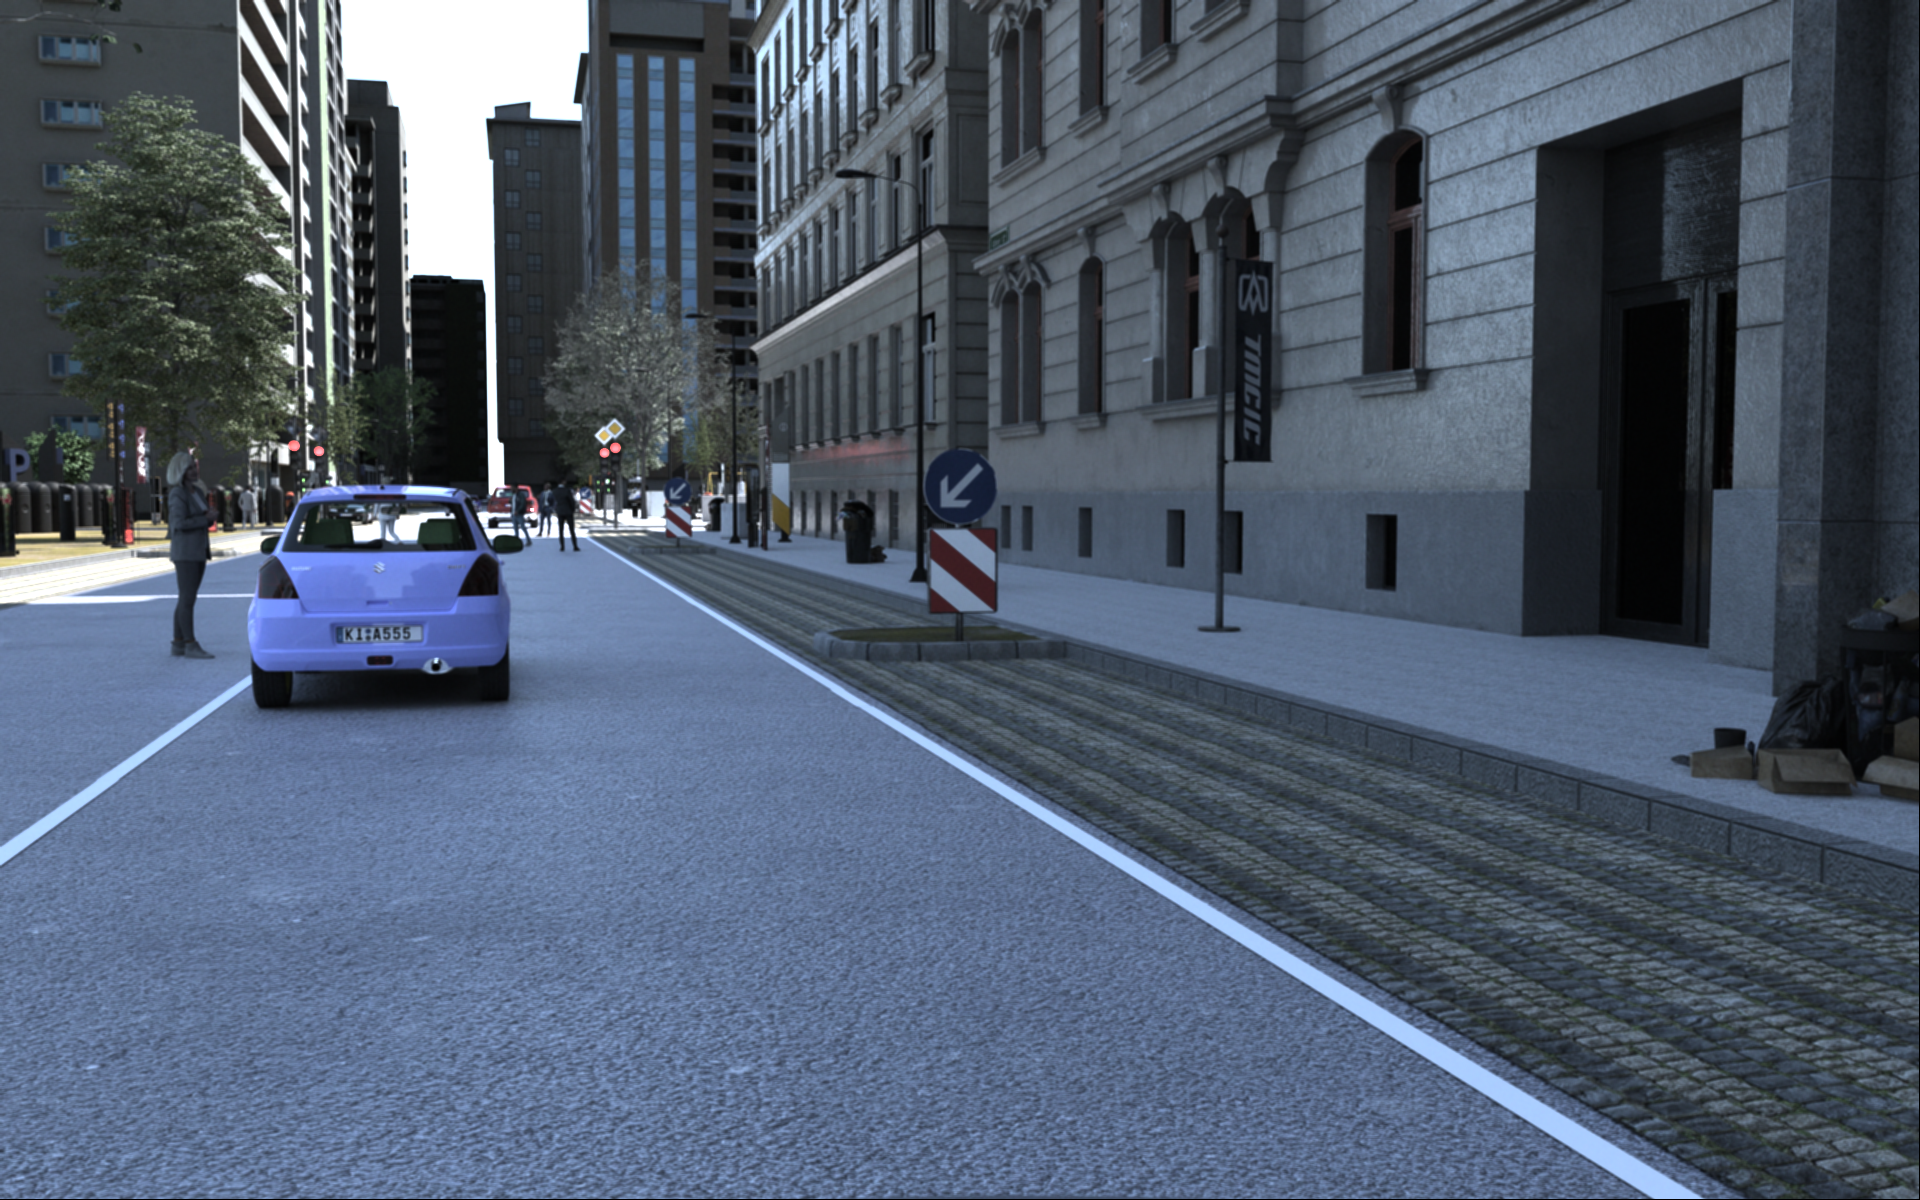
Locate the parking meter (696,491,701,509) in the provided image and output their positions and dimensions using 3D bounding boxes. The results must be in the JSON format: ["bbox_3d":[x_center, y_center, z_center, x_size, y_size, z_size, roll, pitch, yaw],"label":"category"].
[{"bbox_3d":[-22.313,-8.529,147.853,0.372,1.533,0.369,0,3,0],"label":"parking meter"}]

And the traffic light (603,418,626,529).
[{"bbox_3d":[-12.751,-4.591,63.981,0.839,4.253,0.868,-1,4,-14],"label":"traffic light"}]

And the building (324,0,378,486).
[{"bbox_3d":[-61.209,-43.354,147.094,20.563,71.187,20.611,-1,4,-14],"label":"building"}]

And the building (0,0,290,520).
[{"bbox_3d":[-48.262,-28.655,92.206,21.300,48.544,21.600,-1,4,-14],"label":"building"}]

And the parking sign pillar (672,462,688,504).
[{"bbox_3d":[-23.416,-9.569,144.927,1.447,3.967,1.447,2,4,24],"label":"parking sign pillar"}]

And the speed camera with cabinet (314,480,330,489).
[{"bbox_3d":[-40.041,-7.069,109.910,2.038,3.252,0.660,3,5,44],"label":"speed camera with cabinet"}]

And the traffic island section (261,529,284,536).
[{"bbox_3d":[-23.502,-2.389,61.346,2.009,0.180,2.903,-1,4,-14],"label":"traffic island section"}]

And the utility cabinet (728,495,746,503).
[{"bbox_3d":[-11.874,-4.982,92.613,1.020,1.237,0.306,-2,4,-29],"label":"utility cabinet"}]

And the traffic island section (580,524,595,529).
[{"bbox_3d":[-14.698,-3.031,71.840,2.009,0.180,2.903,-1,4,-14],"label":"traffic island section"}]

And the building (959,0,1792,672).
[{"bbox_3d":[9.207,-14.440,23.481,14.401,28.519,23.554,-1,4,-14],"label":"building"}]

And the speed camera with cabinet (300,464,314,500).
[{"bbox_3d":[-42.794,-7.248,112.847,0.660,3.252,2.038,3,4,38],"label":"speed camera with cabinet"}]

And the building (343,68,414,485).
[{"bbox_3d":[-74.581,-35.148,198.375,21.600,48.544,21.300,-1,4,-14],"label":"building"}]

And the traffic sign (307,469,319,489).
[{"bbox_3d":[-31.496,-5.182,84.729,0.884,2.594,0.081,-1,4,-8],"label":"traffic sign"}]

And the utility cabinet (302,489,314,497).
[{"bbox_3d":[-31.244,-4.561,83.246,0.318,1.500,1.173,-3,5,-43],"label":"utility cabinet"}]

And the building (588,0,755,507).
[{"bbox_3d":[-27.167,-38.869,177.509,21.231,58.520,28.212,-1,4,-14],"label":"building"}]

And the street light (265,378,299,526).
[{"bbox_3d":[-27.051,-5.908,69.137,1.470,5.913,1.316,-1,4,-14],"label":"street light"}]

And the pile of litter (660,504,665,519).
[{"bbox_3d":[-14.981,-4.658,90.122,1.176,0.858,1.719,-2,4,-28],"label":"pile of litter"}]

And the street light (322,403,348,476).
[{"bbox_3d":[-31.995,-7.102,88.663,1.470,5.913,1.316,-1,4,-14],"label":"street light"}]

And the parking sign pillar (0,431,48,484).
[{"bbox_3d":[-40.437,-5.247,74.259,1.447,3.967,1.447,1,4,17],"label":"parking sign pillar"}]

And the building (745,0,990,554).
[{"bbox_3d":[3.236,-13.270,50.248,16.112,22.955,30.059,-1,4,-14],"label":"building"}]

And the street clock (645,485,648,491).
[{"bbox_3d":[-25.980,-8.470,143.047,0.358,2.002,0.471,2,4,31],"label":"street clock"}]

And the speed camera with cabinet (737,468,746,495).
[{"bbox_3d":[-16.238,-8.358,130.996,0.660,3.252,2.038,2,4,33],"label":"speed camera with cabinet"}]

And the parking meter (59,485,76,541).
[{"bbox_3d":[-24.567,-2.400,47.651,0.372,1.533,0.369,0,3,0],"label":"parking meter"}]

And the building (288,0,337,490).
[{"bbox_3d":[-51.129,-26.589,118.325,14.154,41.232,14.086,-1,4,-14],"label":"building"}]

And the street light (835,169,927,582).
[{"bbox_3d":[-1.106,-3.211,25.047,1.470,5.913,1.316,-1,4,-14],"label":"street light"}]

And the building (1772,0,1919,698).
[{"bbox_3d":[13.431,-11.258,2.095,12.078,24.808,19.932,-1,4,-14],"label":"building"}]

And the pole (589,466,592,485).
[{"bbox_3d":[-27.264,-8.190,127.746,0.158,3.312,0.155,0,3,0],"label":"pole"}]

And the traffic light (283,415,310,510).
[{"bbox_3d":[-23.461,-4.422,61.221,0.839,4.253,0.868,-1,4,-14],"label":"traffic light"}]

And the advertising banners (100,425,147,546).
[{"bbox_3d":[-21.051,-2.906,43.701,0.090,3.025,2.074,0,4,5],"label":"advertising banners"}]

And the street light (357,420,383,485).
[{"bbox_3d":[-37.111,-8.312,108.438,1.470,5.913,1.316,-1,4,-14],"label":"street light"}]

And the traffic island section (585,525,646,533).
[{"bbox_3d":[-12.709,-2.558,64.105,2.009,0.180,2.903,-1,4,-14],"label":"traffic island section"}]

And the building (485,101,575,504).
[{"bbox_3d":[-51.570,-39.954,242.485,27.495,52.752,28.713,-1,4,-14],"label":"building"}]

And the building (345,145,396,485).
[{"bbox_3d":[-72.610,-29.182,169.001,32.217,40.220,23.993,-1,4,-14],"label":"building"}]

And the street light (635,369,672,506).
[{"bbox_3d":[-11.338,-5.614,64.332,1.470,5.913,1.316,-1,4,-14],"label":"street light"}]

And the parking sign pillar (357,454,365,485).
[{"bbox_3d":[-40.637,-7.890,117.470,1.447,3.967,1.447,-1,4,-22],"label":"parking sign pillar"}]

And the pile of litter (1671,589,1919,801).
[{"bbox_3d":[4.000,0.392,7.556,1.176,0.858,1.719,-2,4,-24],"label":"pile of litter"}]

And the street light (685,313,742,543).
[{"bbox_3d":[-6.380,-4.420,44.809,1.470,5.913,1.316,-1,4,-14],"label":"street light"}]

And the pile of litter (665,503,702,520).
[{"bbox_3d":[-13.534,-4.421,86.242,1.719,0.858,1.176,3,4,36],"label":"pile of litter"}]

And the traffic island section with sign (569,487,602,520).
[{"bbox_3d":[-20.872,-5.334,95.838,1.989,1.847,2.006,-1,4,-14],"label":"traffic island section with sign"}]

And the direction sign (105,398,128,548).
[{"bbox_3d":[-20.057,-3.010,41.205,0.379,3.537,0.876,0,4,-1],"label":"direction sign"}]

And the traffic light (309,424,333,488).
[{"bbox_3d":[-25.450,-4.895,68.956,0.839,4.253,0.868,-1,4,-14],"label":"traffic light"}]

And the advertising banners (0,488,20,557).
[{"bbox_3d":[-19.543,-2.346,34.543,0.090,3.025,2.074,0,4,8],"label":"advertising banners"}]

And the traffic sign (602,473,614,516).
[{"bbox_3d":[-20.695,-6.250,102.188,0.884,2.594,0.081,-1,4,-12],"label":"traffic sign"}]

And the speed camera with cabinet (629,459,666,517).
[{"bbox_3d":[-17.558,-6.293,97.219,2.038,3.252,0.660,-3,5,-41],"label":"speed camera with cabinet"}]

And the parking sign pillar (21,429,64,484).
[{"bbox_3d":[-37.843,-5.115,72.107,1.447,3.967,1.447,3,4,37],"label":"parking sign pillar"}]

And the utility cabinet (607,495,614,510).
[{"bbox_3d":[-28.070,-7.815,138.930,1.020,1.237,0.306,0,4,-8],"label":"utility cabinet"}]

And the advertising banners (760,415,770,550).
[{"bbox_3d":[-4.456,-2.651,39.536,0.090,3.025,2.074,-1,4,-10],"label":"advertising banners"}]

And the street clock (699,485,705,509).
[{"bbox_3d":[-21.419,-8.523,143.928,0.358,2.002,0.471,2,4,32],"label":"street clock"}]

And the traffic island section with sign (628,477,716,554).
[{"bbox_3d":[-6.984,-2.030,41.821,1.989,1.847,2.006,-1,4,-14],"label":"traffic island section with sign"}]

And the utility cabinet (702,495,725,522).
[{"bbox_3d":[-11.186,-4.122,78.556,1.020,1.237,0.306,-1,4,-18],"label":"utility cabinet"}]

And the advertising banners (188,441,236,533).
[{"bbox_3d":[-24.915,-3.758,57.627,0.090,3.025,2.074,1,4,20],"label":"advertising banners"}]

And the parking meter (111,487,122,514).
[{"bbox_3d":[-28.293,-3.040,58.117,0.372,1.533,0.369,0,3,0],"label":"parking meter"}]

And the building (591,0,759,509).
[{"bbox_3d":[-25.536,-30.916,155.594,14.600,45.320,14.200,-1,4,-14],"label":"building"}]

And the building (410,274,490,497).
[{"bbox_3d":[-70.227,-28.090,230.977,14.107,30.474,14.160,-1,4,-14],"label":"building"}]

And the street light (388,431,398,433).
[{"bbox_3d":[-42.304,-9.518,128.166,1.470,5.913,1.316,-1,4,-14],"label":"street light"}]

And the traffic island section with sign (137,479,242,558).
[{"bbox_3d":[-17.605,-1.899,39.673,1.989,1.847,2.006,-1,4,-14],"label":"traffic island section with sign"}]

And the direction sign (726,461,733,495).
[{"bbox_3d":[-15.460,-7.635,116.832,0.876,3.537,0.379,2,4,33],"label":"direction sign"}]

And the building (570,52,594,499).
[{"bbox_3d":[-30.776,-37.773,206.825,28.713,52.752,27.495,-1,4,-14],"label":"building"}]

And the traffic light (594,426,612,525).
[{"bbox_3d":[-14.739,-5.064,71.715,0.839,4.253,0.868,-1,4,-14],"label":"traffic light"}]

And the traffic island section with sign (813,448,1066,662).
[{"bbox_3d":[-0.283,-0.433,15.709,1.989,1.847,2.006,-1,4,-14],"label":"traffic island section with sign"}]
